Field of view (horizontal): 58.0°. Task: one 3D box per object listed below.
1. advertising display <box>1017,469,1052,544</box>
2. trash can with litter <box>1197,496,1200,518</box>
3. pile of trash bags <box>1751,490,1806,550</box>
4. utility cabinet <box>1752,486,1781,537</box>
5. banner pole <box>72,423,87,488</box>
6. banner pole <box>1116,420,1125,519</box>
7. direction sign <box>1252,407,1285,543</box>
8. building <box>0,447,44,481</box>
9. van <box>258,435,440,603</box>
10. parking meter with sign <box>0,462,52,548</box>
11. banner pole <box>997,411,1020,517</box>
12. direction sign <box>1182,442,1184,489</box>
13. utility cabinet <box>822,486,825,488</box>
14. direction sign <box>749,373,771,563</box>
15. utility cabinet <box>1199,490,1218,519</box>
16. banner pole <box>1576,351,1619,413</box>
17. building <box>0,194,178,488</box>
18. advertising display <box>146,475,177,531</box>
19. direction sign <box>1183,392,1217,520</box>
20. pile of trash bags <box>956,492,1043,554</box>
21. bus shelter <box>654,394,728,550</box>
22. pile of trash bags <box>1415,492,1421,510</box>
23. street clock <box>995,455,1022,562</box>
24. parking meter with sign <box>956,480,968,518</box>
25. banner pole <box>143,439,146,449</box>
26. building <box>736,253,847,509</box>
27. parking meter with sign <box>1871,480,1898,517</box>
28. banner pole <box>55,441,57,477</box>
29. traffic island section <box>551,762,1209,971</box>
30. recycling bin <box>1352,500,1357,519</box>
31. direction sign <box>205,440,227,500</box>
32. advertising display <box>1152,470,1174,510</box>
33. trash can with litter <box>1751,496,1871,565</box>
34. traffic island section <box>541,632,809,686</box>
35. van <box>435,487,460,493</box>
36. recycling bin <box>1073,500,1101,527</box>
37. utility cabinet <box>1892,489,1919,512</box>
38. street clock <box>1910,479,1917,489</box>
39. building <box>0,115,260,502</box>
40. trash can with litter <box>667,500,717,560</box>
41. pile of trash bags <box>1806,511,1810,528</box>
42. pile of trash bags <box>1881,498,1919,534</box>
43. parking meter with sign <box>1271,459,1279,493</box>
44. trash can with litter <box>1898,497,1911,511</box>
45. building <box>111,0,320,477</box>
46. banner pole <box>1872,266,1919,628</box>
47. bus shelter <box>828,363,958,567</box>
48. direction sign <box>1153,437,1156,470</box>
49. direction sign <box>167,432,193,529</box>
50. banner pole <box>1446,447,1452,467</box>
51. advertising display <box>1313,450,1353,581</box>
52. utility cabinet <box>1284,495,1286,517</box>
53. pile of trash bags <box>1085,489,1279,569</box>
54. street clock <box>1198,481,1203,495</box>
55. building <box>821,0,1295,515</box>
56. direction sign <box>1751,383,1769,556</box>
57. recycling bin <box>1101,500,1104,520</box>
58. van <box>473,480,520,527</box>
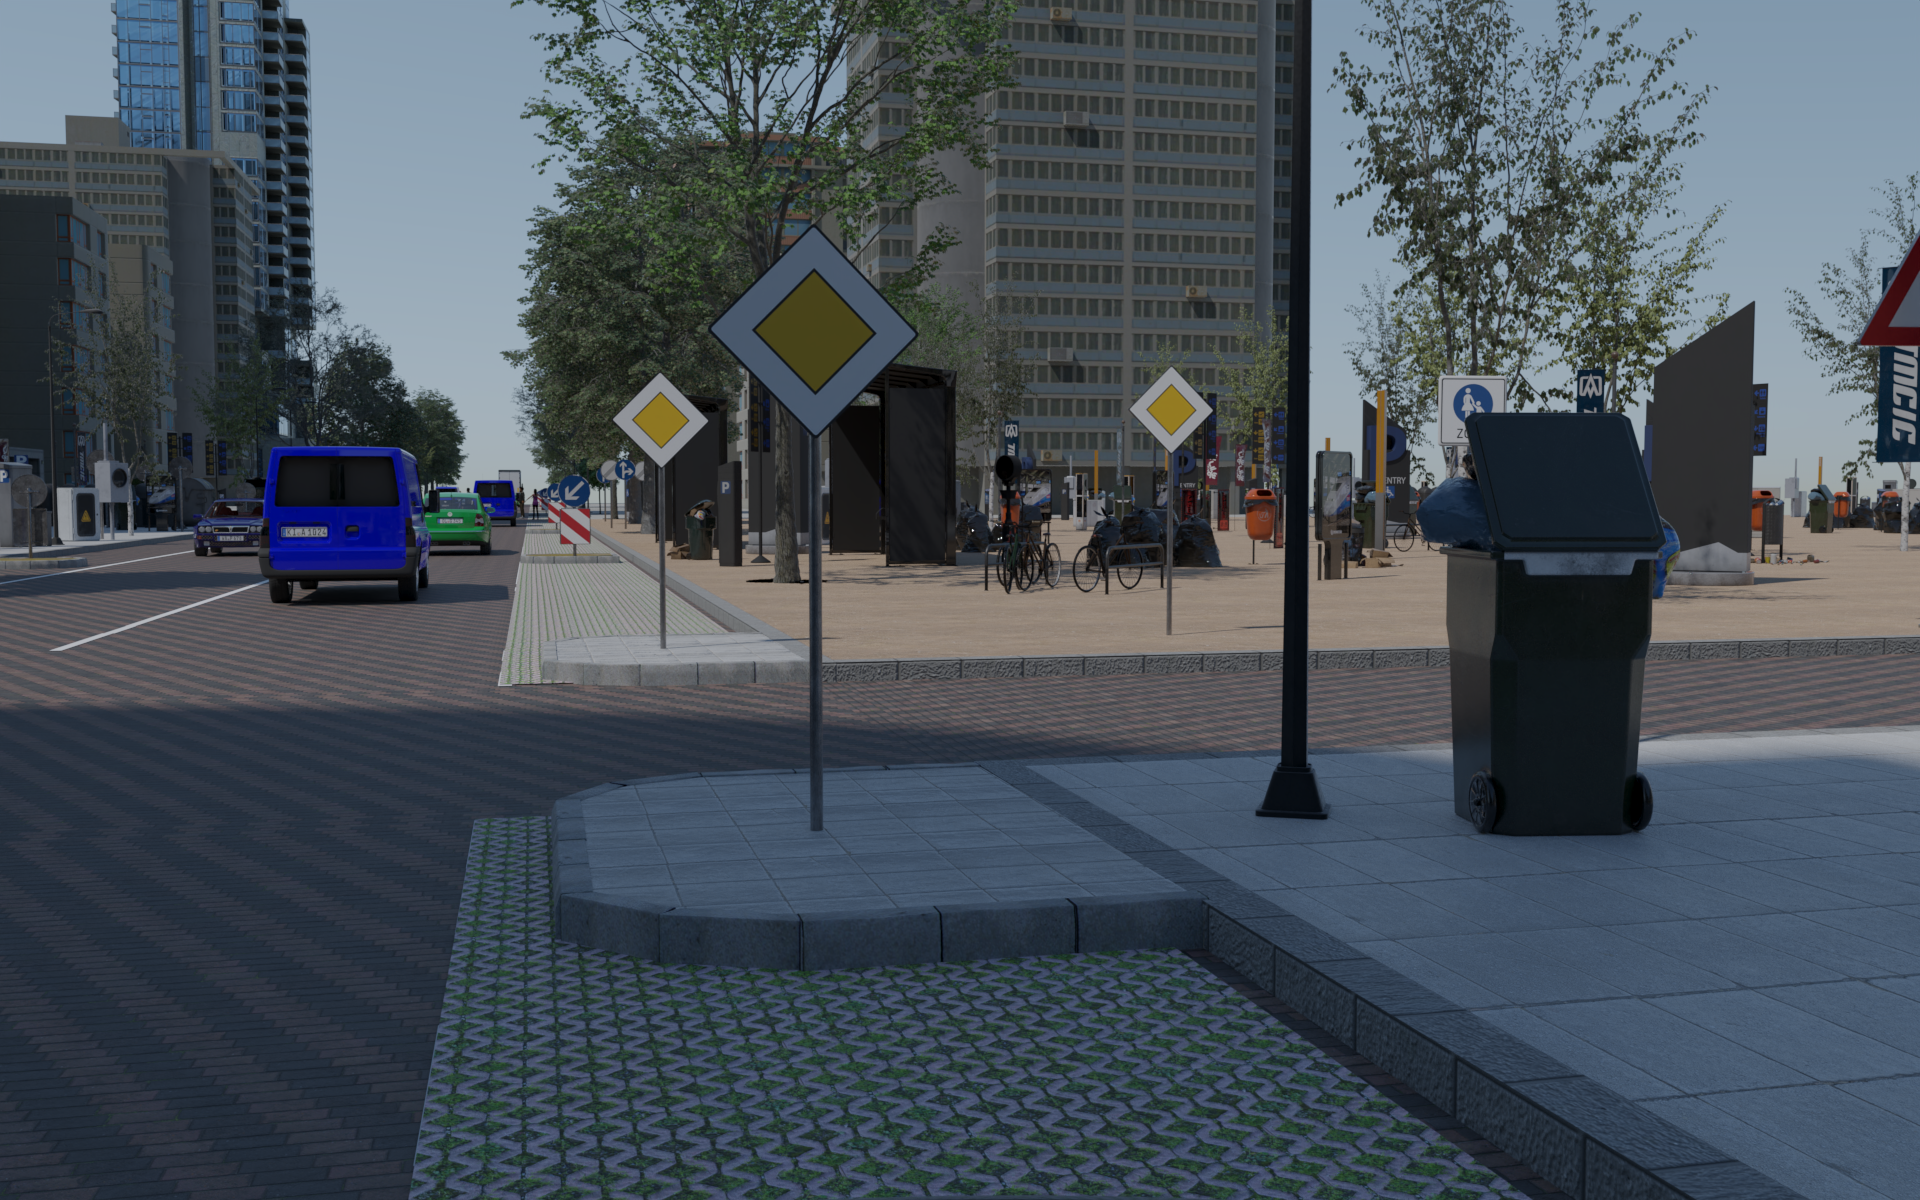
[{"bbox_3d":[1.902,-2.386,44.231,0.974,1.923,0.123,-2,4,-28],"label":"advertising display"},{"bbox_3d":[8.370,-3.251,64.209,2.233,1.210,1.678,-1,4,-9],"label":"trash can with litter"},{"bbox_3d":[16.726,-1.772,38.732,3.447,1.369,1.912,-1,4,-18],"label":"pile of trash bags"},{"bbox_3d":[23.302,-2.565,50.612,1.173,1.500,0.318,2,4,30],"label":"utility cabinet"},{"bbox_3d":[-31.157,-4.360,61.299,0.401,3.779,0.863,0,4,7],"label":"banner pole"},{"bbox_3d":[5.421,-4.183,58.407,0.401,3.779,0.863,2,4,26],"label":"banner pole"},{"bbox_3d":[8.045,-3.254,45.208,0.876,3.537,0.379,-1,4,-9],"label":"direction sign"},{"bbox_3d":[-59.461,-39.673,86.909,20.563,71.187,20.611,-1,4,-14],"label":"building"},{"bbox_3d":[-8.605,-1.236,24.593,2.240,2.365,5.245,-1,4,-15],"label":"van"},{"bbox_3d":[-22.756,-2.783,41.765,0.543,3.016,1.738,1,4,16],"label":"parking meter with sign"},{"bbox_3d":[1.394,-3.785,51.899,0.863,3.779,0.401,1,4,23],"label":"banner pole"},{"bbox_3d":[7.368,-3.994,57.293,0.379,3.537,0.876,1,4,10],"label":"direction sign"},{"bbox_3d":[-3.744,-2.342,46.964,1.173,1.500,0.318,-2,4,-24],"label":"utility cabinet"},{"bbox_3d":[-3.716,-2.458,32.191,0.379,3.537,0.876,1,4,18],"label":"direction sign"},{"bbox_3d":[12.786,-4.930,89.285,0.318,1.500,1.173,-2,4,-32],"label":"utility cabinet"},{"bbox_3d":[11.275,-2.480,30.566,0.863,3.779,0.401,1,4,14],"label":"banner pole"},{"bbox_3d":[-68.395,-16.308,111.682,27.650,21.520,28.899,-1,4,-14],"label":"building"},{"bbox_3d":[-27.525,-3.333,59.716,0.974,1.923,0.123,-1,4,-10],"label":"advertising display"},{"bbox_3d":[5.459,-2.854,38.666,0.379,3.537,0.876,3,5,42],"label":"direction sign"},{"bbox_3d":[0.894,-1.748,38.327,1.912,1.369,3.447,-1,4,-8],"label":"pile of trash bags"},{"bbox_3d":[-6.800,-3.137,42.574,1.731,3.624,6.357,-1,4,-14],"label":"bus shelter"},{"bbox_3d":[17.862,-3.904,73.575,3.447,1.369,1.912,0,4,-5],"label":"pile of trash bags"},{"bbox_3d":[0.899,-1.684,32.110,0.471,2.002,0.358,3,5,44],"label":"street clock"},{"bbox_3d":[-0.293,-5.863,92.123,0.543,3.016,1.738,3,5,43],"label":"parking meter with sign"},{"bbox_3d":[-37.519,-5.481,79.635,0.401,3.779,0.863,-3,5,-45],"label":"banner pole"},{"bbox_3d":[-2.652,-18.078,140.619,27.650,21.520,28.899,-1,4,-14],"label":"building"},{"bbox_3d":[50.887,-6.025,94.770,1.738,3.016,0.543,3,4,38],"label":"parking meter with sign"},{"bbox_3d":[-42.492,-5.591,81.435,0.401,3.779,0.863,-2,4,-27],"label":"banner pole"},{"bbox_3d":[-0.529,0.957,6.633,2.009,0.180,2.903,-1,4,-14],"label":"traffic island section"},{"bbox_3d":[16.310,-3.608,71.542,0.722,1.027,0.722,-1,4,-10],"label":"recycling bin"},{"bbox_3d":[-31.373,-4.960,73.092,0.379,3.537,0.876,3,5,43],"label":"direction sign"},{"bbox_3d":[5.488,-2.542,46.771,0.123,1.923,0.974,3,4,37],"label":"advertising display"},{"bbox_3d":[15.470,-1.294,32.210,2.233,1.210,1.678,-2,4,-28],"label":"trash can with litter"},{"bbox_3d":[-2.443,0.483,14.386,2.009,0.180,2.903,-1,4,-14],"label":"traffic island section"},{"bbox_3d":[-41.193,-8.240,139.116,2.240,2.365,5.245,-1,4,-13],"label":"van"},{"bbox_3d":[4.931,-3.397,68.087,0.722,1.027,0.722,-2,4,-28],"label":"recycling bin"},{"bbox_3d":[41.770,-4.138,76.341,1.173,1.500,0.318,3,5,42],"label":"utility cabinet"},{"bbox_3d":[44.870,-4.724,81.811,0.471,2.002,0.358,0,3,0],"label":"street clock"},{"bbox_3d":[-88.482,-30.031,182.889,32.217,40.220,23.993,-1,4,-14],"label":"building"},{"bbox_3d":[-5.273,-1.371,33.795,1.055,1.170,0.624,2,4,30],"label":"trash can with litter"},{"bbox_3d":[33.867,-3.409,65.482,3.447,1.369,1.912,-1,4,-11],"label":"pile of trash bags"},{"bbox_3d":[32.747,-3.161,61.432,3.447,1.369,1.912,3,5,44],"label":"pile of trash bags"},{"bbox_3d":[15.818,-5.559,87.146,0.543,3.016,1.738,1,4,18],"label":"parking meter with sign"},{"bbox_3d":[39.031,-3.680,71.555,1.055,1.170,0.624,-2,4,-31],"label":"trash can with litter"},{"bbox_3d":[-89.526,-54.851,209.485,22.319,86.520,31.000,-1,4,-14],"label":"building"},{"bbox_3d":[9.234,-1.627,16.625,0.863,3.779,0.401,3,5,43],"label":"banner pole"},{"bbox_3d":[-1.539,-2.581,33.478,1.731,3.624,6.357,-1,4,-14],"label":"bus shelter"},{"bbox_3d":[7.419,-4.530,66.061,0.379,3.537,0.876,0,4,2],"label":"direction sign"},{"bbox_3d":[-28.731,-4.396,63.864,0.876,3.537,0.379,-3,5,-42],"label":"direction sign"},{"bbox_3d":[22.835,-5.528,80.396,0.401,3.779,0.863,-2,4,-29],"label":"banner pole"},{"bbox_3d":[5.609,-1.271,25.995,0.123,1.923,0.974,3,5,39],"label":"advertising display"},{"bbox_3d":[18.645,-5.253,97.048,1.020,1.237,0.306,1,4,23],"label":"utility cabinet"},{"bbox_3d":[4.064,-1.296,30.938,3.447,1.369,1.912,-1,4,-16],"label":"pile of trash bags"},{"bbox_3d":[13.224,-5.563,95.520,0.471,2.002,0.358,2,4,28],"label":"street clock"},{"bbox_3d":[5.639,-25.873,114.901,32.217,40.220,23.993,-1,4,-14],"label":"building"},{"bbox_3d":[16.267,-2.679,35.794,0.379,3.537,0.876,-2,4,-28],"label":"direction sign"},{"bbox_3d":[5.792,-3.754,73.935,0.722,1.027,0.722,0,4,3],"label":"recycling bin"},{"bbox_3d":[-20.813,-4.466,77.410,2.240,2.365,5.245,-1,4,-15],"label":"van"}]
